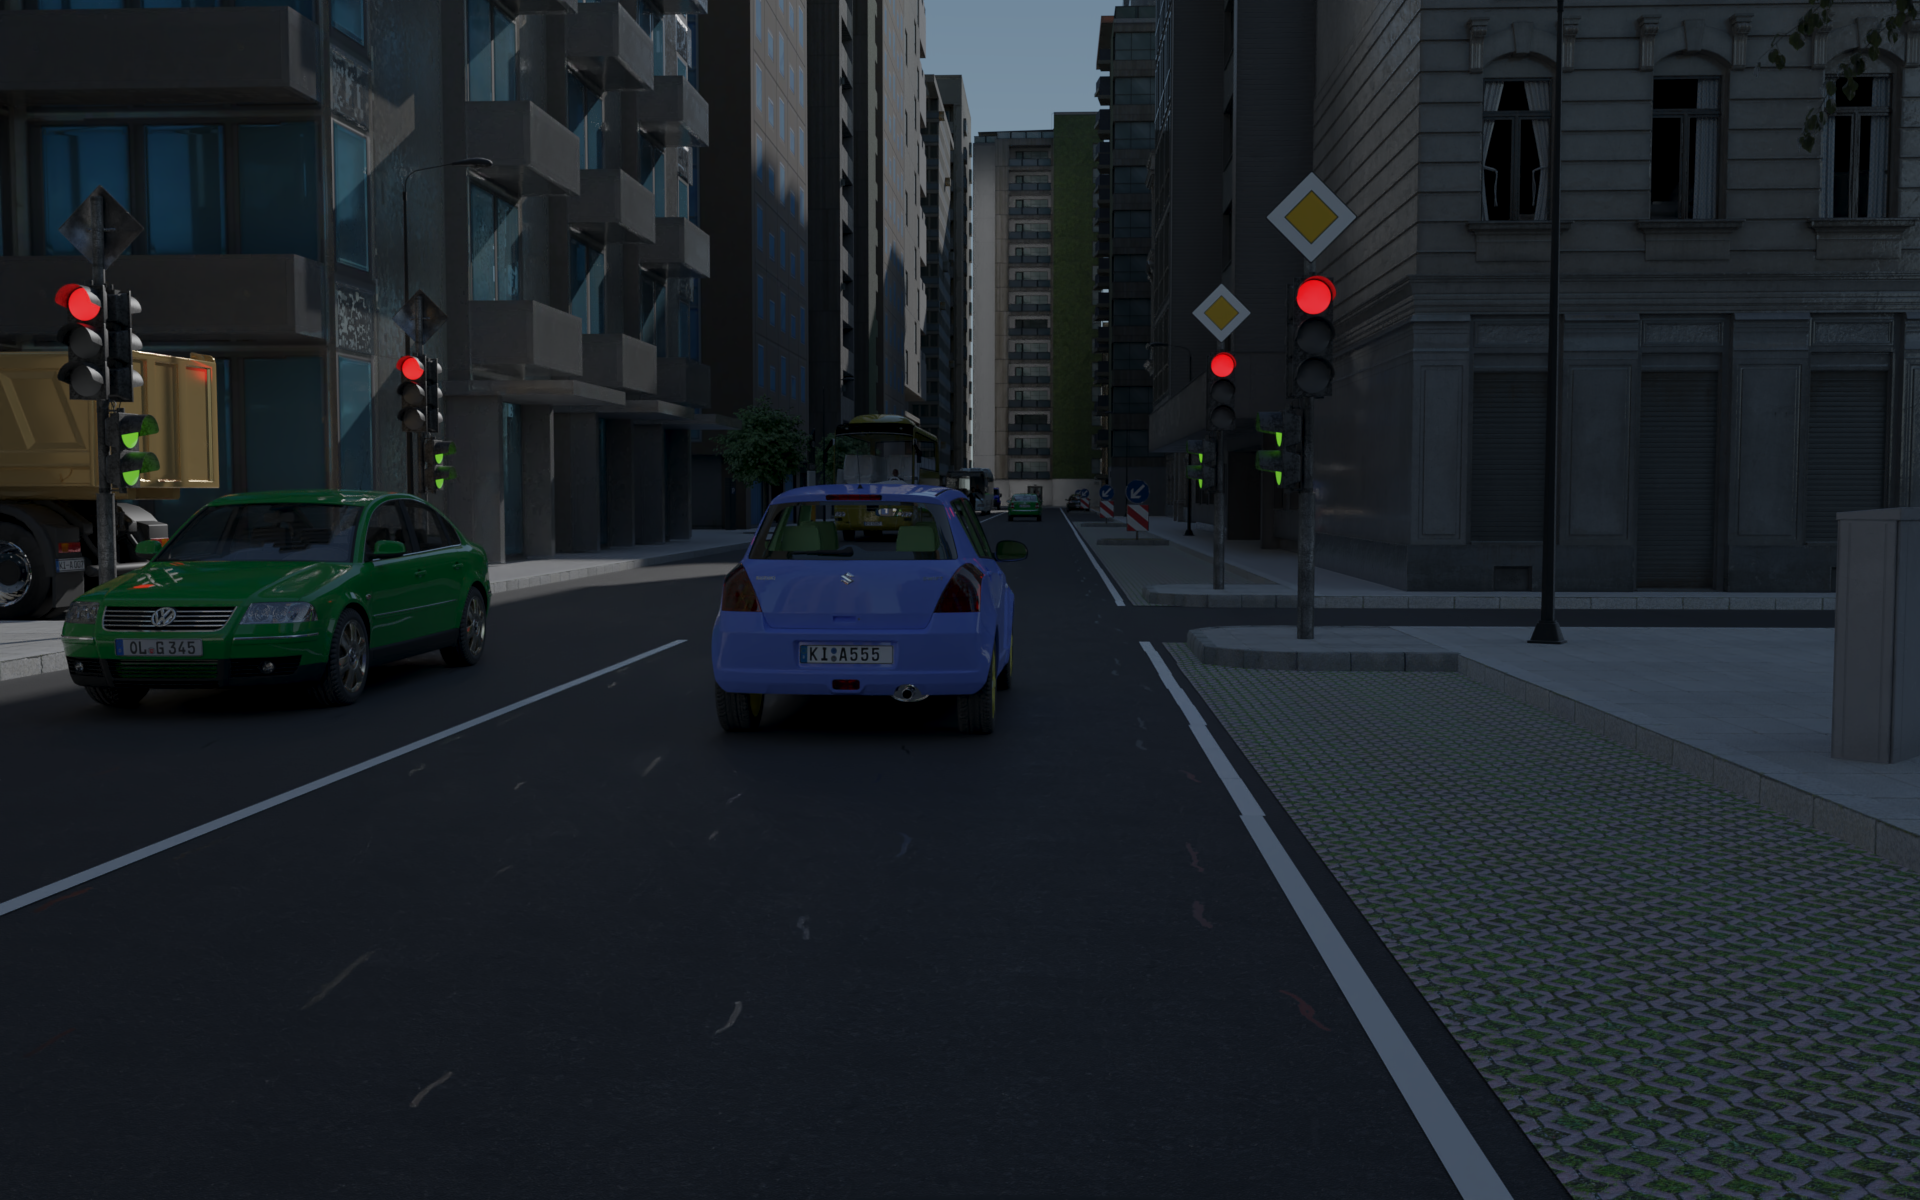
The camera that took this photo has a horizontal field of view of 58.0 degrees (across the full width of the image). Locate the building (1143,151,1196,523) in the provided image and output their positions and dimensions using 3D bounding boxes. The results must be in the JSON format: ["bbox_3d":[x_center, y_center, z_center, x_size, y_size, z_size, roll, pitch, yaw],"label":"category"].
[{"bbox_3d":[15.867,-15.963,80.087,14.460,24.649,34.723,0,4,3],"label":"building"}]

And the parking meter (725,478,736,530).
[{"bbox_3d":[-8.136,-3.408,61.427,0.255,1.863,0.399,2,4,27],"label":"parking meter"}]

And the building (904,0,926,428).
[{"bbox_3d":[-16.618,-32.871,126.675,28.713,52.752,27.495,0,4,3],"label":"building"}]

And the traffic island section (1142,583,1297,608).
[{"bbox_3d":[3.505,-0.064,23.332,2.009,0.180,2.903,0,4,3],"label":"traffic island section"}]

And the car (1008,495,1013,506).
[{"bbox_3d":[4.633,-7.372,132.893,2.083,1.381,4.827,0,4,2],"label":"car"}]

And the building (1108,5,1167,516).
[{"bbox_3d":[16.166,-20.471,106.398,14.160,30.474,14.107,0,4,3],"label":"building"}]

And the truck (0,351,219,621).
[{"bbox_3d":[-14.015,-1.499,20.433,9.791,3.379,3.469,0,4,5],"label":"truck"}]

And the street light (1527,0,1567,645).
[{"bbox_3d":[4.527,-2.585,14.799,1.470,5.913,1.316,0,4,3],"label":"street light"}]

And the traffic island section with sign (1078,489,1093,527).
[{"bbox_3d":[6.286,-4.109,75.804,1.989,1.847,2.006,0,4,3],"label":"traffic island section with sign"}]

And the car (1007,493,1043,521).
[{"bbox_3d":[3.458,-5.104,92.251,1.959,1.807,4.718,0,4,2],"label":"car"}]

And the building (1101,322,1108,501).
[{"bbox_3d":[30.524,-21.407,195.050,28.899,21.520,27.650,0,4,3],"label":"building"}]

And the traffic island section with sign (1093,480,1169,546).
[{"bbox_3d":[4.860,-2.460,48.841,1.989,1.847,2.006,0,4,3],"label":"traffic island section with sign"}]

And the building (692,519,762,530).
[{"bbox_3d":[-13.894,-25.565,68.096,14.600,45.320,14.200,0,4,3],"label":"building"}]

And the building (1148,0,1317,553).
[{"bbox_3d":[13.219,-13.993,47.851,14.314,24.678,30.058,0,4,3],"label":"building"}]

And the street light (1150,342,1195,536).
[{"bbox_3d":[6.508,-4.930,53.151,1.470,5.913,1.316,0,4,3],"label":"street light"}]

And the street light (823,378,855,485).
[{"bbox_3d":[-4.900,-5.916,69.271,1.470,5.913,1.316,0,4,3],"label":"street light"}]

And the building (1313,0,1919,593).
[{"bbox_3d":[15.025,-10.836,26.322,18.267,20.994,9.793,0,4,3],"label":"building"}]

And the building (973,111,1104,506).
[{"bbox_3d":[8.444,-30.902,188.849,14.086,41.232,14.154,0,4,3],"label":"building"}]

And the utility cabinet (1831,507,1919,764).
[{"bbox_3d":[4.687,0.154,8.638,1.020,1.237,0.306,-3,5,-44],"label":"utility cabinet"}]

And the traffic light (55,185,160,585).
[{"bbox_3d":[-7.802,-1.644,15.800,0.839,4.253,0.868,0,4,3],"label":"traffic light"}]

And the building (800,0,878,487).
[{"bbox_3d":[-11.994,-19.504,90.592,14.160,30.474,14.107,0,4,3],"label":"building"}]

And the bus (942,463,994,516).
[{"bbox_3d":[0.717,-7.567,118.581,2.948,3.499,13.247,0,4,4],"label":"bus"}]

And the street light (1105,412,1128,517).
[{"bbox_3d":[8.858,-7.646,97.554,1.470,5.913,1.316,0,4,3],"label":"street light"}]

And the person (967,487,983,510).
[{"bbox_3d":[0.763,-5.698,101.299,1.348,1.869,0.705,-3,4,-36],"label":"person"}]

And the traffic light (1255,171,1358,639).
[{"bbox_3d":[3.045,-1.610,15.246,0.839,4.253,0.868,0,4,3],"label":"traffic light"}]

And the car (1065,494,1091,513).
[{"bbox_3d":[9.158,-7.616,134.311,2.009,1.686,4.222,0,4,2],"label":"car"}]

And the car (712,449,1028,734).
[{"bbox_3d":[-0.523,-0.129,11.695,1.945,1.707,3.694,0,4,4],"label":"car"}]

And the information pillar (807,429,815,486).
[{"bbox_3d":[-5.312,-4.319,61.974,0.183,3.616,0.504,1,4,23],"label":"information pillar"}]

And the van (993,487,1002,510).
[{"bbox_3d":[2.691,-9.285,156.191,2.240,2.365,5.245,0,4,2],"label":"van"}]

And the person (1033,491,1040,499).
[{"bbox_3d":[6.705,-8.960,155.710,1.217,1.736,0.721,2,4,27],"label":"person"}]

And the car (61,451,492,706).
[{"bbox_3d":[-4.955,-0.265,13.127,1.959,1.807,4.718,0,4,1],"label":"car"}]

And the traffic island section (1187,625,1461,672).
[{"bbox_3d":[3.084,0.423,15.357,2.009,0.180,2.903,0,4,3],"label":"traffic island section"}]

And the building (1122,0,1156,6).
[{"bbox_3d":[23.371,-31.125,128.502,23.786,49.044,30.456,0,4,3],"label":"building"}]

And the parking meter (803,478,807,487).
[{"bbox_3d":[-5.563,-3.557,63.866,0.399,1.863,0.255,-1,4,-15],"label":"parking meter"}]

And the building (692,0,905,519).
[{"bbox_3d":[-10.889,-27.869,105.764,14.600,45.320,14.200,0,4,3],"label":"building"}]

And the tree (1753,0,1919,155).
[{"bbox_3d":[4.744,-3.471,7.106,4.360,8.622,3.978,0,3,0],"label":"tree"}]

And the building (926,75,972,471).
[{"bbox_3d":[-9.739,-34.835,193.255,21.600,48.544,21.300,0,4,3],"label":"building"}]

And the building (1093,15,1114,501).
[{"bbox_3d":[23.447,-30.817,158.481,22.147,44.769,28.867,0,4,3],"label":"building"}]

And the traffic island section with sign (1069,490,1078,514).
[{"bbox_3d":[8.878,-7.117,124.982,1.989,1.847,2.006,0,4,3],"label":"traffic island section with sign"}]

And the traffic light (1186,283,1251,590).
[{"bbox_3d":[3.466,-2.098,23.220,0.839,4.253,0.868,0,4,3],"label":"traffic light"}]

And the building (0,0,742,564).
[{"bbox_3d":[-18.218,-25.583,37.896,23.786,49.044,30.456,0,4,3],"label":"building"}]

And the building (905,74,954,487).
[{"bbox_3d":[-12.805,-28.586,159.262,23.993,40.220,32.217,0,4,3],"label":"building"}]

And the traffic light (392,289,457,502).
[{"bbox_3d":[-7.381,-2.132,23.774,0.839,4.253,0.868,0,4,3],"label":"traffic light"}]

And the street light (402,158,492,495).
[{"bbox_3d":[-7.157,-3.155,24.118,1.470,5.913,1.316,0,4,3],"label":"street light"}]

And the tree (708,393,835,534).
[{"bbox_3d":[-6.460,-4.446,56.399,4.285,4.588,4.351,0,3,0],"label":"tree"}]

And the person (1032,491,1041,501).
[{"bbox_3d":[6.803,-8.816,153.446,0.742,1.727,0.445,-1,4,-22],"label":"person"}]

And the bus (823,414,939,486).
[{"bbox_3d":[-2.298,-4.004,57.009,2.896,3.916,12.252,0,4,3],"label":"bus"}]
